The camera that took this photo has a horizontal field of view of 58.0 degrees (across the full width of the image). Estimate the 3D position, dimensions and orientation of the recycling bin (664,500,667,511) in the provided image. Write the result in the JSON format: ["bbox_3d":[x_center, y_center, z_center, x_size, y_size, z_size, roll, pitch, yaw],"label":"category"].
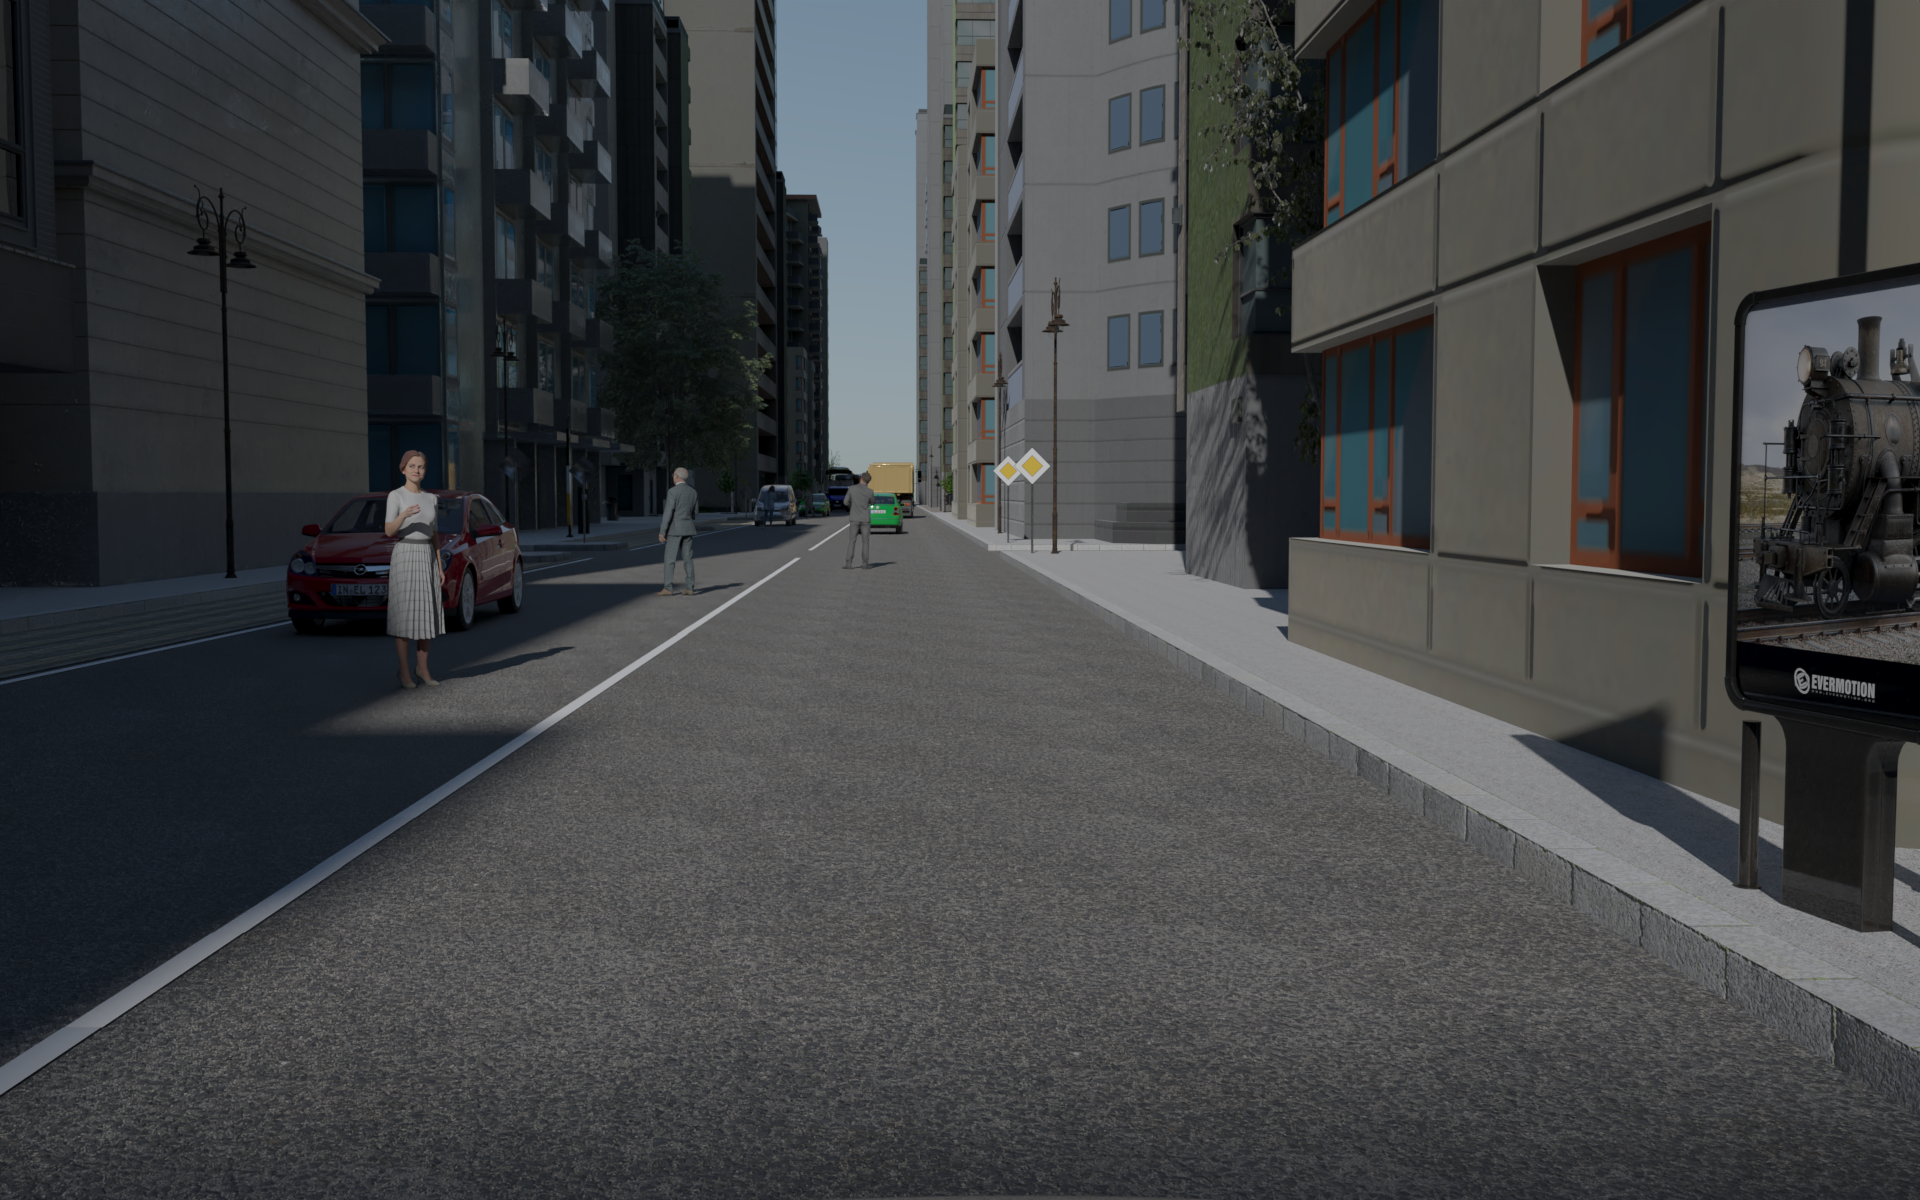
[{"bbox_3d":[-13.158,-4.109,79.744,0.722,1.027,0.722,2,4,29],"label":"recycling bin"}]

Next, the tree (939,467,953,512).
[{"bbox_3d":[-0.598,-7.913,123.975,1.663,3.219,1.824,0,3,0],"label":"tree"}]

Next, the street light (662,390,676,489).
[{"bbox_3d":[-12.998,-6.399,77.414,0.468,5.910,1.993,0,4,-2],"label":"street light"}]

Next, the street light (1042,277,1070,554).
[{"bbox_3d":[2.039,-3.931,37.066,0.468,5.910,1.993,0,4,-2],"label":"street light"}]

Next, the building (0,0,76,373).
[{"bbox_3d":[-17.757,-13.230,9.818,14.314,27.812,24.014,0,4,-2],"label":"building"}]

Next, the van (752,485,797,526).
[{"bbox_3d":[-8.375,-4.379,78.608,2.013,2.044,4.112,0,4,-1],"label":"van"}]

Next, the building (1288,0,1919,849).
[{"bbox_3d":[17.216,-9.513,0.570,27.650,21.520,28.899,0,4,-2],"label":"building"}]

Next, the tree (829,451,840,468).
[{"bbox_3d":[-20.809,-20.144,279.718,4.360,8.622,3.978,0,3,0],"label":"tree"}]

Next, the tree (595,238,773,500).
[{"bbox_3d":[-14.358,-11.010,86.664,9.857,13.997,8.962,0,3,0],"label":"tree"}]

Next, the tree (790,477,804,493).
[{"bbox_3d":[-17.979,-12.020,191.123,1.663,3.219,1.824,0,3,0],"label":"tree"}]

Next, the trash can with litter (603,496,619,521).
[{"bbox_3d":[-16.707,-4.381,83.013,0.624,1.170,1.055,0,4,2],"label":"trash can with litter"}]

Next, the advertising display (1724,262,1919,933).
[{"bbox_3d":[2.650,0.002,5.186,0.123,1.923,0.974,-1,4,-11],"label":"advertising display"}]

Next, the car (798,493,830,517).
[{"bbox_3d":[-9.236,-6.180,109.844,1.959,1.807,4.718,0,4,0],"label":"car"}]

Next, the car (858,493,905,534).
[{"bbox_3d":[-2.969,-3.312,62.945,1.959,1.807,4.718,0,4,-2],"label":"car"}]

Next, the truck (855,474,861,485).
[{"bbox_3d":[-11.067,-10.766,171.941,3.469,3.379,9.791,0,4,-2],"label":"truck"}]

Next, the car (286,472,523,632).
[{"bbox_3d":[-6.116,-0.633,19.392,2.155,1.783,4.494,0,4,-4],"label":"car"}]

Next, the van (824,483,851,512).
[{"bbox_3d":[-9.794,-8.303,140.132,2.240,2.365,5.245,0,4,-1],"label":"van"}]

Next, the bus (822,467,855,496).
[{"bbox_3d":[-10.958,-10.212,158.511,2.896,3.916,12.252,0,4,-2],"label":"bus"}]

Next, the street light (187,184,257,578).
[{"bbox_3d":[-11.137,-3.272,26.280,0.468,5.910,1.993,0,4,-2],"label":"street light"}]

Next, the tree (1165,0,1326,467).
[{"bbox_3d":[3.981,-4.103,17.442,4.360,8.622,3.978,0,3,0],"label":"tree"}]

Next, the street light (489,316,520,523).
[{"bbox_3d":[-11.831,-4.425,45.135,0.468,5.910,1.993,0,4,-2],"label":"street light"}]

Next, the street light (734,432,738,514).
[{"bbox_3d":[-14.271,-8.409,110.279,0.468,5.910,1.993,0,4,-2],"label":"street light"}]

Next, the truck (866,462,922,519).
[{"bbox_3d":[-4.071,-6.629,104.307,3.469,3.379,9.791,0,4,-1],"label":"truck"}]

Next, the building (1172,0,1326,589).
[{"bbox_3d":[10.599,-15.769,29.520,14.160,30.474,14.107,0,4,-2],"label":"building"}]

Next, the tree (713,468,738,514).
[{"bbox_3d":[-15.299,-7.236,112.908,1.663,3.219,1.824,0,3,0],"label":"tree"}]

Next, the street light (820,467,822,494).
[{"bbox_3d":[-18.972,-16.139,236.652,0.468,5.910,1.993,0,4,-2],"label":"street light"}]

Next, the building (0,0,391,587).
[{"bbox_3d":[-23.203,-14.784,29.102,23.554,28.519,14.401,0,4,-2],"label":"building"}]

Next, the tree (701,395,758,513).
[{"bbox_3d":[-15.381,-10.158,116.447,4.737,8.622,4.395,0,3,0],"label":"tree"}]

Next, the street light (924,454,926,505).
[{"bbox_3d":[-3.884,-13.689,196.603,0.468,5.910,1.993,0,4,-2],"label":"street light"}]

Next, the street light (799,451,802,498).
[{"bbox_3d":[-17.168,-13.076,186.571,0.468,5.910,1.993,0,4,-2],"label":"street light"}]

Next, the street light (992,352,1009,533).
[{"bbox_3d":[1.299,-5.106,56.272,0.468,5.910,1.993,0,4,-2],"label":"street light"}]

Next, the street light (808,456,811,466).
[{"bbox_3d":[-17.737,-14.191,204.805,0.468,5.910,1.993,0,4,-2],"label":"street light"}]

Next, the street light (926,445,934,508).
[{"bbox_3d":[-2.713,-11.708,164.218,0.468,5.910,1.993,0,4,-2],"label":"street light"}]

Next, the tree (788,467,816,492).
[{"bbox_3d":[-17.831,-12.900,194.625,4.285,4.588,4.351,0,3,0],"label":"tree"}]

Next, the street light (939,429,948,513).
[{"bbox_3d":[-1.043,-9.013,120.154,0.468,5.910,1.993,0,4,-2],"label":"street light"}]
